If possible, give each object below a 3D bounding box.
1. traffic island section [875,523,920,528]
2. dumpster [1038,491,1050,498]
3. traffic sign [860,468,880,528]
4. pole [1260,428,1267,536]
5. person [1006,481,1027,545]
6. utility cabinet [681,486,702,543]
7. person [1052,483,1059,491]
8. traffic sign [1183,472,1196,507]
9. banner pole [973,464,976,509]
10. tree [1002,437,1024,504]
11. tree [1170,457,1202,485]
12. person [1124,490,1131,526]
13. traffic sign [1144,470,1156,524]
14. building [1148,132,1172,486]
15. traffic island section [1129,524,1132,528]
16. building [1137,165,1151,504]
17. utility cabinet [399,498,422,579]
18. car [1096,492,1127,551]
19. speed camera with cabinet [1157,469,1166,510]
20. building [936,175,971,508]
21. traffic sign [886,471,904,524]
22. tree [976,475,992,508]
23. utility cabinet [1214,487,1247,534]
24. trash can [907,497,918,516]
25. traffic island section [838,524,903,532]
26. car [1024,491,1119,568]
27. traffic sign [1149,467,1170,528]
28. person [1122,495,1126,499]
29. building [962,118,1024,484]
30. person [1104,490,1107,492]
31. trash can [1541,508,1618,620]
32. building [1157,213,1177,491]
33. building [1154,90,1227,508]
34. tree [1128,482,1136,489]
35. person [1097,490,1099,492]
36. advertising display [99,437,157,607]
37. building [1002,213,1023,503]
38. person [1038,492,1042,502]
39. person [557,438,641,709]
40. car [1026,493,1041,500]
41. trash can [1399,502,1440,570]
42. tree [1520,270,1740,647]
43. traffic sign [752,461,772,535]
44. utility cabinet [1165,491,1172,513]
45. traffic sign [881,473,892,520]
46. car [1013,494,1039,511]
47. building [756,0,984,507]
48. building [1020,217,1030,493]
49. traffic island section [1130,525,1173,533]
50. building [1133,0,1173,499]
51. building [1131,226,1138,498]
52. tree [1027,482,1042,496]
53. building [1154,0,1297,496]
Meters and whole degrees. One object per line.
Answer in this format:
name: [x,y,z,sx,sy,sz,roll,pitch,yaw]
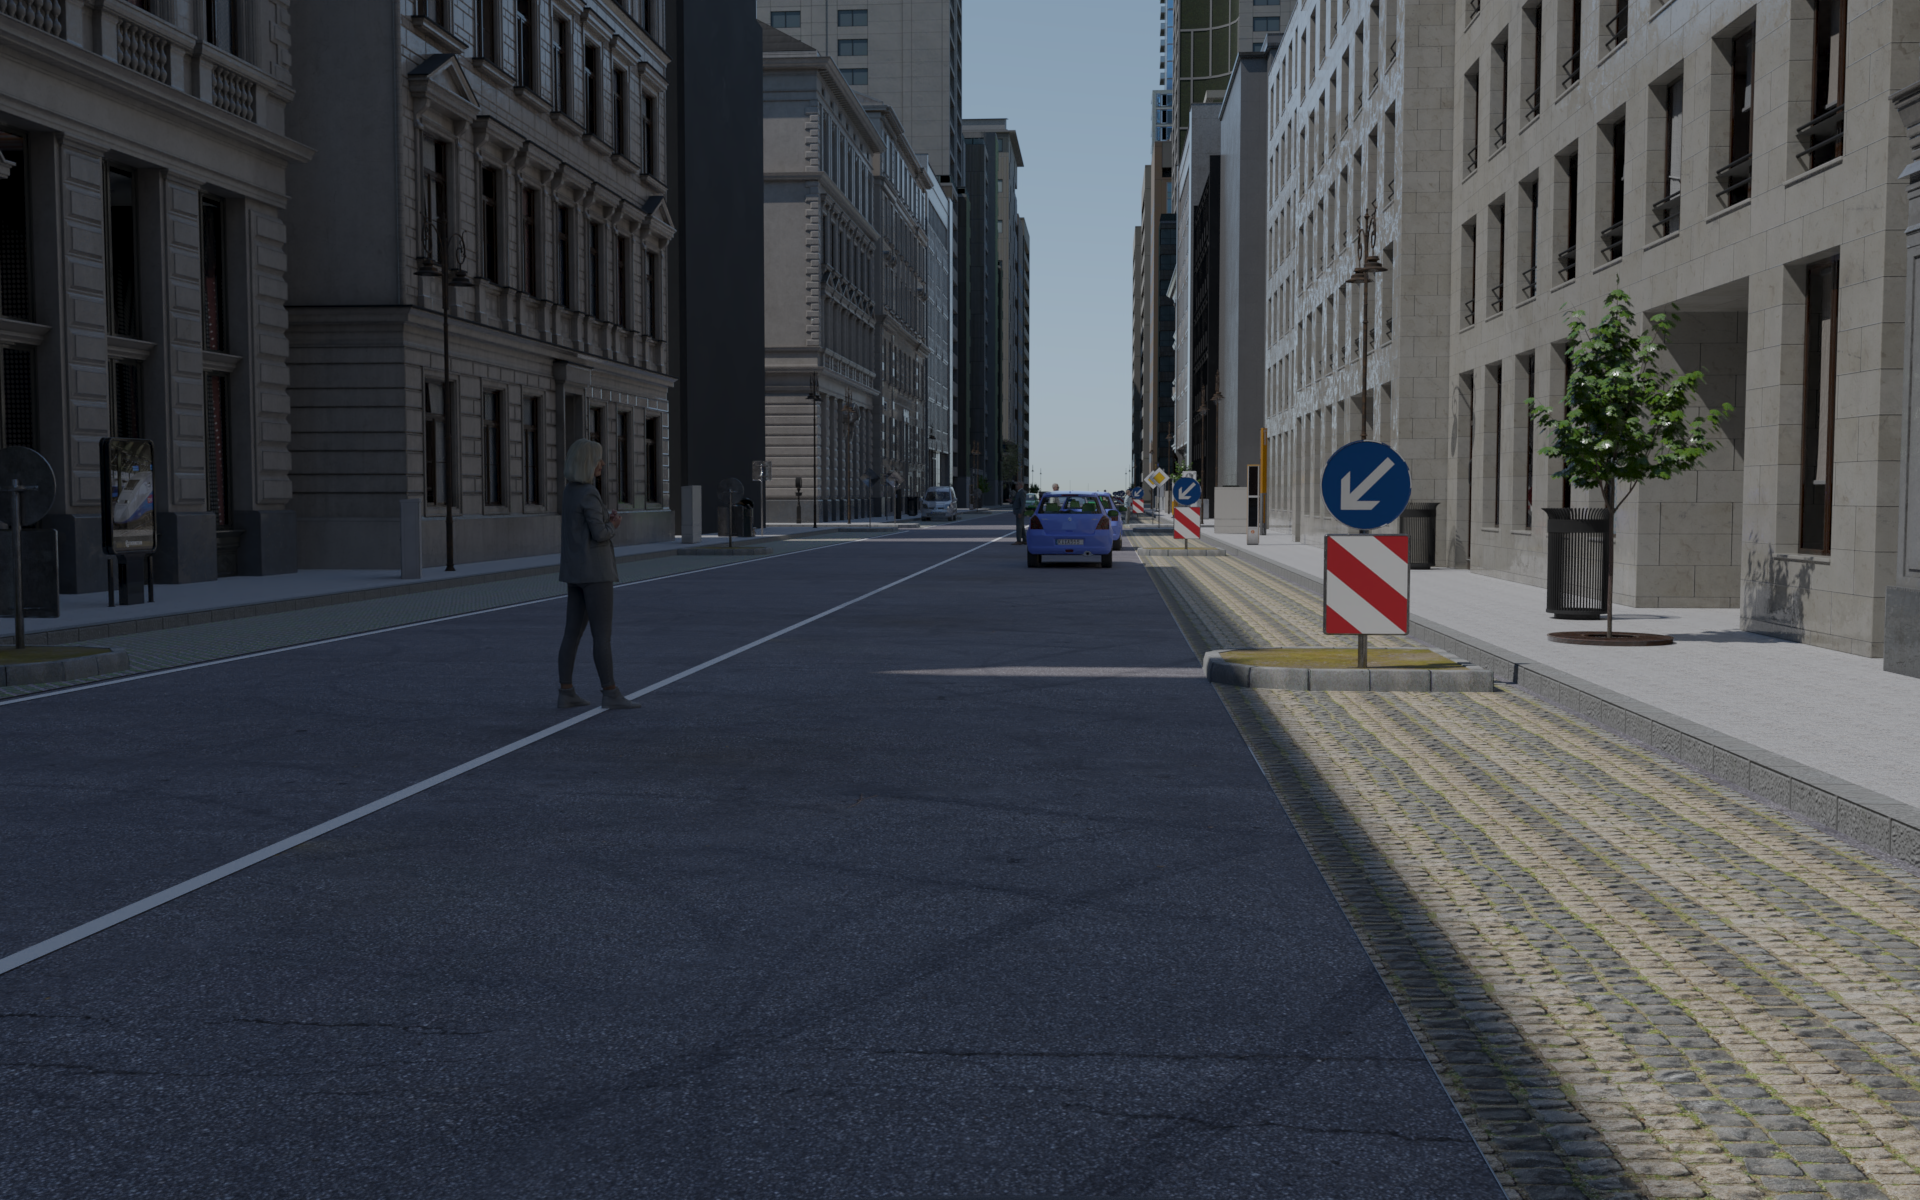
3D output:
traffic island section: [-2.795,-3.163,74.000,2.009,0.180,2.903,0,4,5]
dumpster: [12.795,-15.504,261.702,1.865,1.857,1.264,0,4,6]
traffic sign: [-3.426,-3.813,65.979,0.795,2.450,0.064,0,4,5]
pole: [9.391,-3.652,53.558,0.158,3.312,0.155,0,3,0]
person: [1.622,-2.463,48.947,0.590,1.801,0.661,0,4,-8]
utility cabinet: [-7.026,-2.236,45.243,0.318,1.500,1.173,0,4,3]
person: [2.862,-2.697,53.086,0.515,1.767,0.782,0,4,5]
traffic sign: [10.331,-4.642,78.024,0.606,2.300,0.079,1,4,9]
banner pole: [1.194,-9.441,144.382,0.401,3.779,0.863,1,4,21]
tree: [6.226,-16.379,218.161,4.360,8.622,3.978,0,3,0]
tree: [11.700,-5.819,89.745,1.663,3.219,1.824,0,3,0]
person: [7.481,-4.088,77.148,0.330,1.601,0.589,2,4,24]
traffic sign: [8.135,-4.243,73.023,0.795,2.450,0.064,0,4,5]
building: [30.670,-34.506,214.284,14.600,45.320,14.200,0,4,5]
traffic island section: [8.159,-3.108,73.098,2.009,0.180,2.903,0,4,5]
building: [36.080,-37.768,241.205,21.300,48.544,21.600,0,4,5]
utility cabinet: [-8.431,-0.943,26.580,0.306,1.237,1.020,-1,4,-16]
car: [3.387,-2.179,45.213,1.945,1.707,3.694,0,4,6]
speed camera with cabinet: [16.036,-8.719,136.889,0.660,3.252,2.038,1,4,18]
building: [-6.579,-23.538,156.552,14.160,30.474,14.107,0,4,5]
traffic sign: [-2.771,-4.299,73.937,0.795,2.450,0.064,0,4,5]
tree: [1.877,-9.958,157.411,1.663,3.219,1.824,0,3,0]
utility cabinet: [8.786,-2.871,55.625,1.173,1.500,0.318,1,4,22]
trash can: [-2.772,-5.465,101.002,0.748,1.137,0.748,0,3,0]
traffic island section: [-3.450,-2.677,66.042,2.009,0.180,2.903,0,4,5]
car: [2.239,-1.554,34.997,1.945,1.707,3.694,0,4,4]
traffic sign: [7.480,-3.757,65.064,0.795,2.450,0.064,0,4,5]
person: [16.197,-9.751,168.641,0.721,1.743,1.217,-2,4,-33]
building: [-5.751,-40.272,247.683,28.713,52.752,27.495,0,4,5]
person: [12.810,-8.814,152.606,0.705,1.824,1.348,-1,4,-16]
trash can: [6.357,-0.377,17.812,0.748,1.137,0.748,0,3,0]
building: [27.495,-24.946,179.576,14.160,30.474,14.107,0,4,5]
building: [34.253,-28.568,158.971,32.217,40.220,23.993,0,4,5]
tree: [24.706,-15.529,248.493,1.663,3.219,1.824,0,3,0]
person: [14.891,-10.966,187.654,0.709,1.838,0.599,2,4,23]
advertising display: [-9.622,-0.908,20.066,0.123,1.923,0.974,0,4,4]
building: [2.478,-37.822,268.500,14.600,45.320,14.200,0,4,5]
person: [11.683,-14.835,251.856,0.445,1.727,0.742,3,4,37]
person: [-2.463,-0.183,11.670,0.526,1.800,0.537,-1,4,-23]
car: [5.471,-7.964,139.259,2.155,1.783,4.494,0,4,3]
trash can: [7.788,-1.091,29.488,0.748,1.137,0.748,0,3,0]
tree: [5.529,-1.243,14.920,1.663,3.219,1.824,0,3,0]
traffic sign: [-6.120,-3.143,53.520,0.606,2.300,0.079,0,4,7]
utility cabinet: [14.153,-6.640,117.236,0.318,1.500,1.173,1,4,22]
traffic sign: [-3.564,-5.031,84.386,0.606,2.300,0.079,1,4,13]
car: [5.183,-7.689,134.506,1.959,1.807,4.718,0,4,7]
building: [-8.127,-44.928,172.821,20.563,71.187,20.611,0,4,5]
building: [0.416,-40.541,286.548,21.300,48.544,21.600,0,4,5]
traffic island section: [7.504,-2.621,65.140,2.009,0.180,2.903,0,4,5]
building: [38.316,-58.320,266.201,22.319,86.520,31.000,0,4,5]
building: [40.074,-40.982,293.749,21.300,48.544,21.600,0,4,5]
tree: [12.126,-17.388,278.890,1.663,3.219,1.824,0,3,0]
building: [32.344,-46.310,195.424,20.563,71.187,20.611,0,4,5]
